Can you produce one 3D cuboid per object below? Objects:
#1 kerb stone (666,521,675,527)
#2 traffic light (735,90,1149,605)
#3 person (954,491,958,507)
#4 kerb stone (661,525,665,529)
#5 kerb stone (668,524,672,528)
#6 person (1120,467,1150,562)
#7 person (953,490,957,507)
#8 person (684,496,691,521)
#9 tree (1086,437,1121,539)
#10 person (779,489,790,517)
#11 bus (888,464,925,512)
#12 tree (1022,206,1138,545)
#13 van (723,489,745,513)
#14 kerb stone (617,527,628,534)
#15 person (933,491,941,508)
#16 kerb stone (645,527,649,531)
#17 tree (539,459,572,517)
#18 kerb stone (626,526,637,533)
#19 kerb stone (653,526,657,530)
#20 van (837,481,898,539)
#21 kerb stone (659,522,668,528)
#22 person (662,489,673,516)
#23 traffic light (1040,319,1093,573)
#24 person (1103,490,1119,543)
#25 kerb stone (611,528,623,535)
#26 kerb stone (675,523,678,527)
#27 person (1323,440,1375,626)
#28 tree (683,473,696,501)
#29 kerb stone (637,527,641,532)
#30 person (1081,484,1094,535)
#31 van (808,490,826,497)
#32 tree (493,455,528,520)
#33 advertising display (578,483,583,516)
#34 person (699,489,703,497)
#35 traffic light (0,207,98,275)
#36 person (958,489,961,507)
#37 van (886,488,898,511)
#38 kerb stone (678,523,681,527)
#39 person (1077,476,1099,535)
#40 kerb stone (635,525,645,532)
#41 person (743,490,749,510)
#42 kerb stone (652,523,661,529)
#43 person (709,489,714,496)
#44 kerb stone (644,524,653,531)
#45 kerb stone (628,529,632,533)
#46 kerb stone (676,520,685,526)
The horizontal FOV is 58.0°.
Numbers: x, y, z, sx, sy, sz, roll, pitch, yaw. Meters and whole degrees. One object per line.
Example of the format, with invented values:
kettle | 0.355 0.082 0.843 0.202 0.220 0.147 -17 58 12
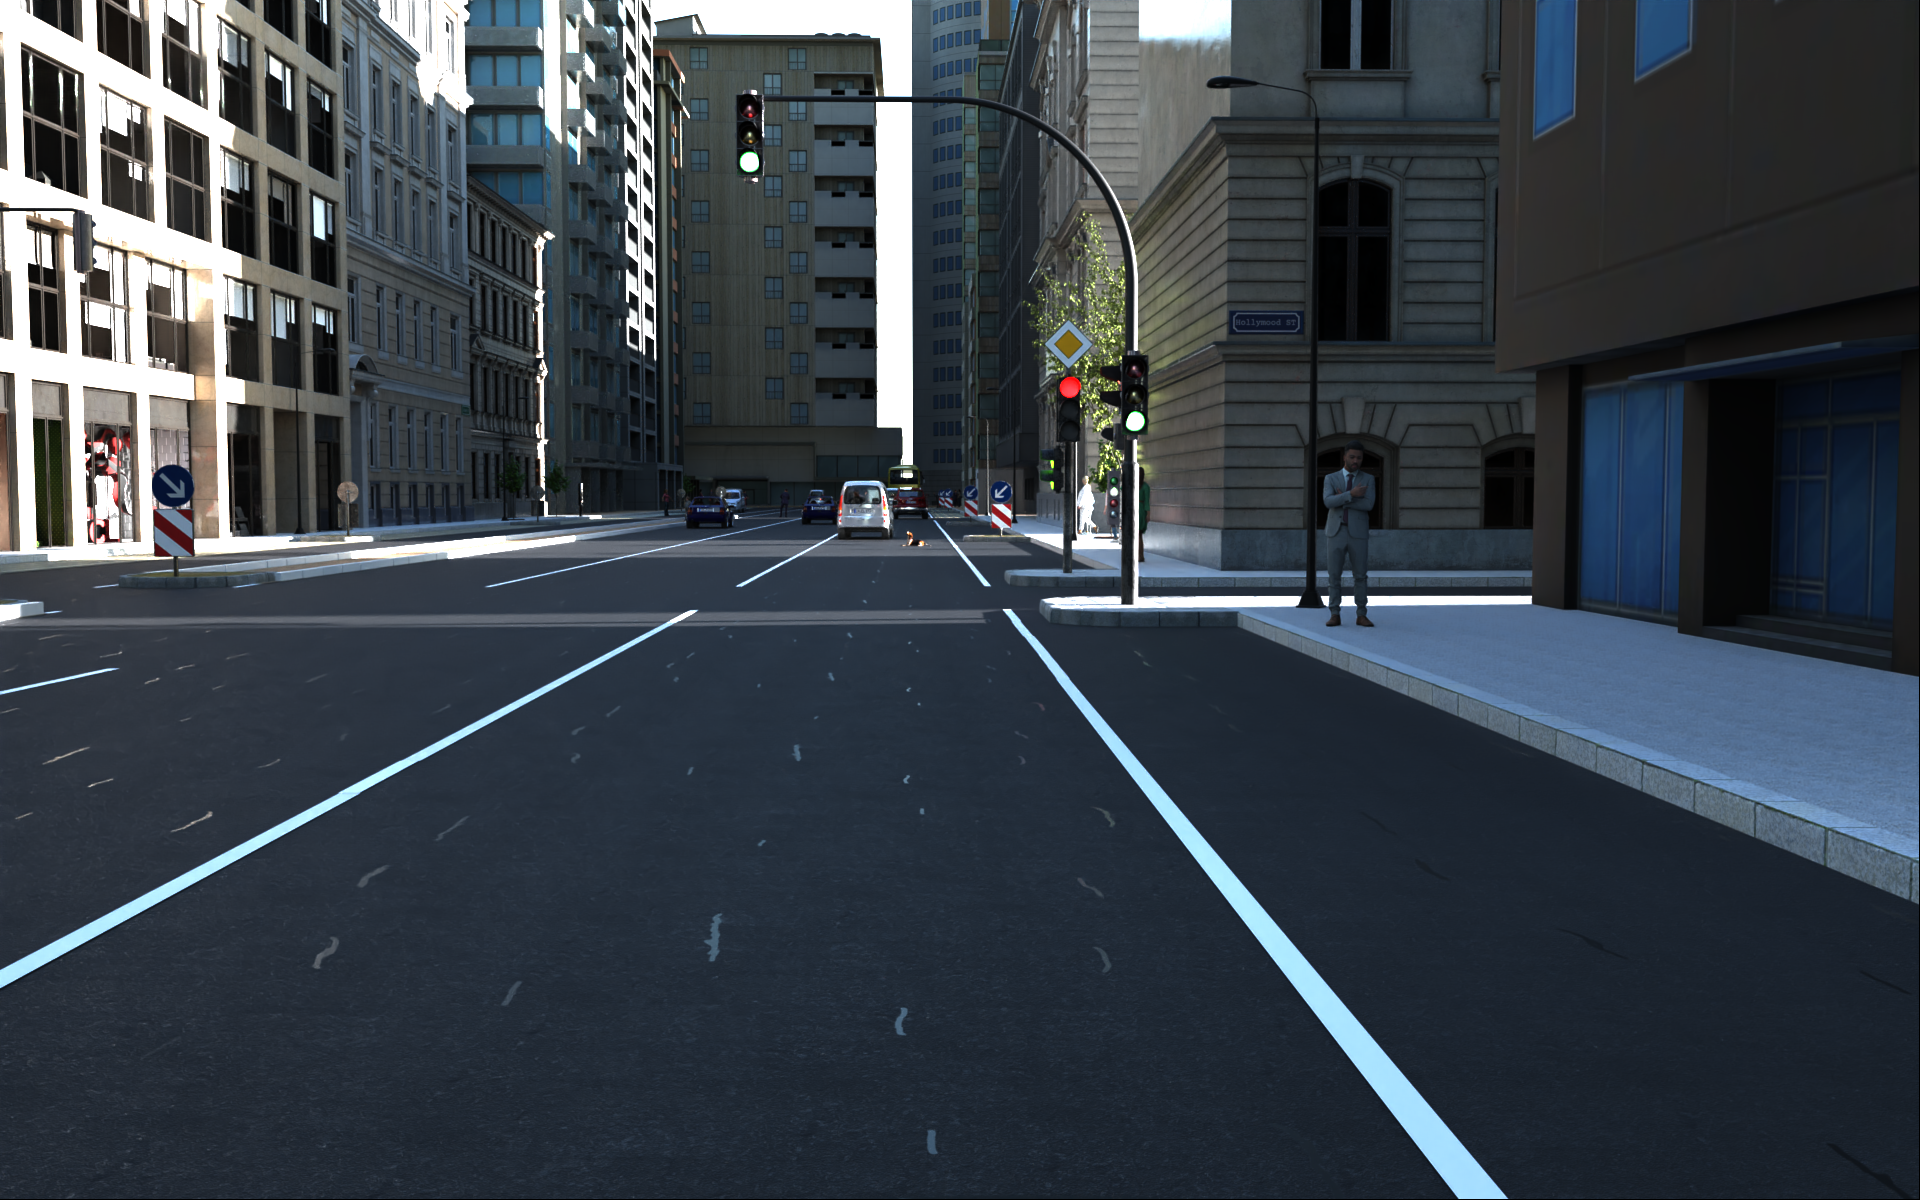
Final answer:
kerb stone | -12.407 -3.168 73.988 0.120 0.150 1.000 0 4 -2
traffic light | -0.143 -2.764 19.851 4.771 5.953 1.251 0 4 -2
person | -0.410 -10.290 175.758 0.415 1.643 0.593 2 4 33
kerb stone | -12.327 -2.980 70.916 0.120 0.150 1.000 0 4 -2
kerb stone | -12.378 -3.102 72.966 0.120 0.150 1.000 0 4 -2
person | 3.372 -1.609 32.594 0.600 1.795 0.529 3 4 37
person | -0.471 -10.119 172.413 0.541 1.710 0.530 -3 4 -36
person | -14.625 -4.918 93.174 0.475 1.303 0.640 1 4 17
tree | 4.282 -3.388 49.999 1.663 3.219 1.824 0 3 0
person | -10.810 -5.968 106.522 0.683 1.767 0.568 -1 4 -9
bus | -4.447 -9.268 143.084 2.896 3.916 12.252 0 4 0
tree | 3.861 -5.709 43.697 4.737 8.622 4.395 0 3 0
van | -17.478 -7.698 132.866 2.013 2.044 4.112 0 4 -1
kerb stone | -12.072 -2.415 61.673 0.120 0.150 1.000 0 4 -2
person | -2.093 -9.313 161.563 0.742 1.727 0.445 -1 4 -14
kerb stone | -12.219 -2.728 66.801 0.120 0.150 1.000 0 4 -2
tree | -22.229 -6.193 95.855 1.663 3.219 1.824 0 3 0
kerb stone | -12.135 -2.541 63.734 0.120 0.150 1.000 0 4 -2
kerb stone | -12.267 -2.854 68.855 0.120 0.150 1.000 0 4 -2
van | -3.035 -2.999 56.053 2.013 2.044 4.112 0 4 0
kerb stone | -12.360 -3.038 71.939 0.120 0.150 1.000 0 4 -2
person | -19.288 -6.421 114.205 0.721 1.743 1.217 2 4 25
traffic light | 1.729 -2.392 28.031 0.839 4.253 0.868 0 4 -2
person | 4.221 -2.386 45.732 0.731 1.740 0.598 -3 4 -37
kerb stone | -12.048 -2.352 60.645 0.120 0.150 1.000 0 4 -2
kerb stone | -12.436 -3.229 75.010 0.120 0.150 1.000 0 4 -2
person | 3.768 -0.644 16.758 0.511 1.800 0.466 0 4 -2
tree | -24.535 -9.854 155.709 1.663 3.219 1.824 0 3 0
kerb stone | -12.165 -2.601 64.756 0.120 0.150 1.000 0 4 -2
person | 4.038 -2.870 54.780 0.330 1.601 0.589 2 4 33
van | -13.695 -9.791 167.092 2.013 2.044 4.112 0 4 0
tree | -22.089 -5.535 85.103 1.663 3.219 1.824 0 3 0
advertising display | -21.794 -5.768 99.518 0.123 1.923 0.974 0 4 -4
person | -24.109 -9.481 161.732 0.721 1.739 1.217 -2 4 -25
traffic light | -16.236 -3.235 27.565 4.771 5.953 1.251 0 4 -2
person | -0.157 -9.746 166.102 0.721 1.735 1.217 0 4 -4
van | -4.954 -7.294 126.266 2.013 2.044 4.112 0 4 -2
kerb stone | -12.470 -3.293 76.039 0.120 0.150 1.000 0 4 -2
person | 3.925 -2.912 53.529 0.818 1.842 0.514 0 4 -3
kerb stone | -12.185 -2.666 65.778 0.120 0.150 1.000 0 4 -2
person | -18.680 -8.693 151.071 0.568 1.767 0.683 1 4 20
kerb stone | -12.300 -2.916 69.877 0.120 0.150 1.000 0 4 -2
person | -24.827 -10.201 173.380 0.434 1.755 0.990 2 4 23
kerb stone | -12.243 -2.791 67.833 0.120 0.150 1.000 0 4 -2
kerb stone | -12.108 -2.477 62.695 0.120 0.150 1.000 0 4 -2
kerb stone | -12.487 -3.356 77.066 0.120 0.150 1.000 0 4 -2
